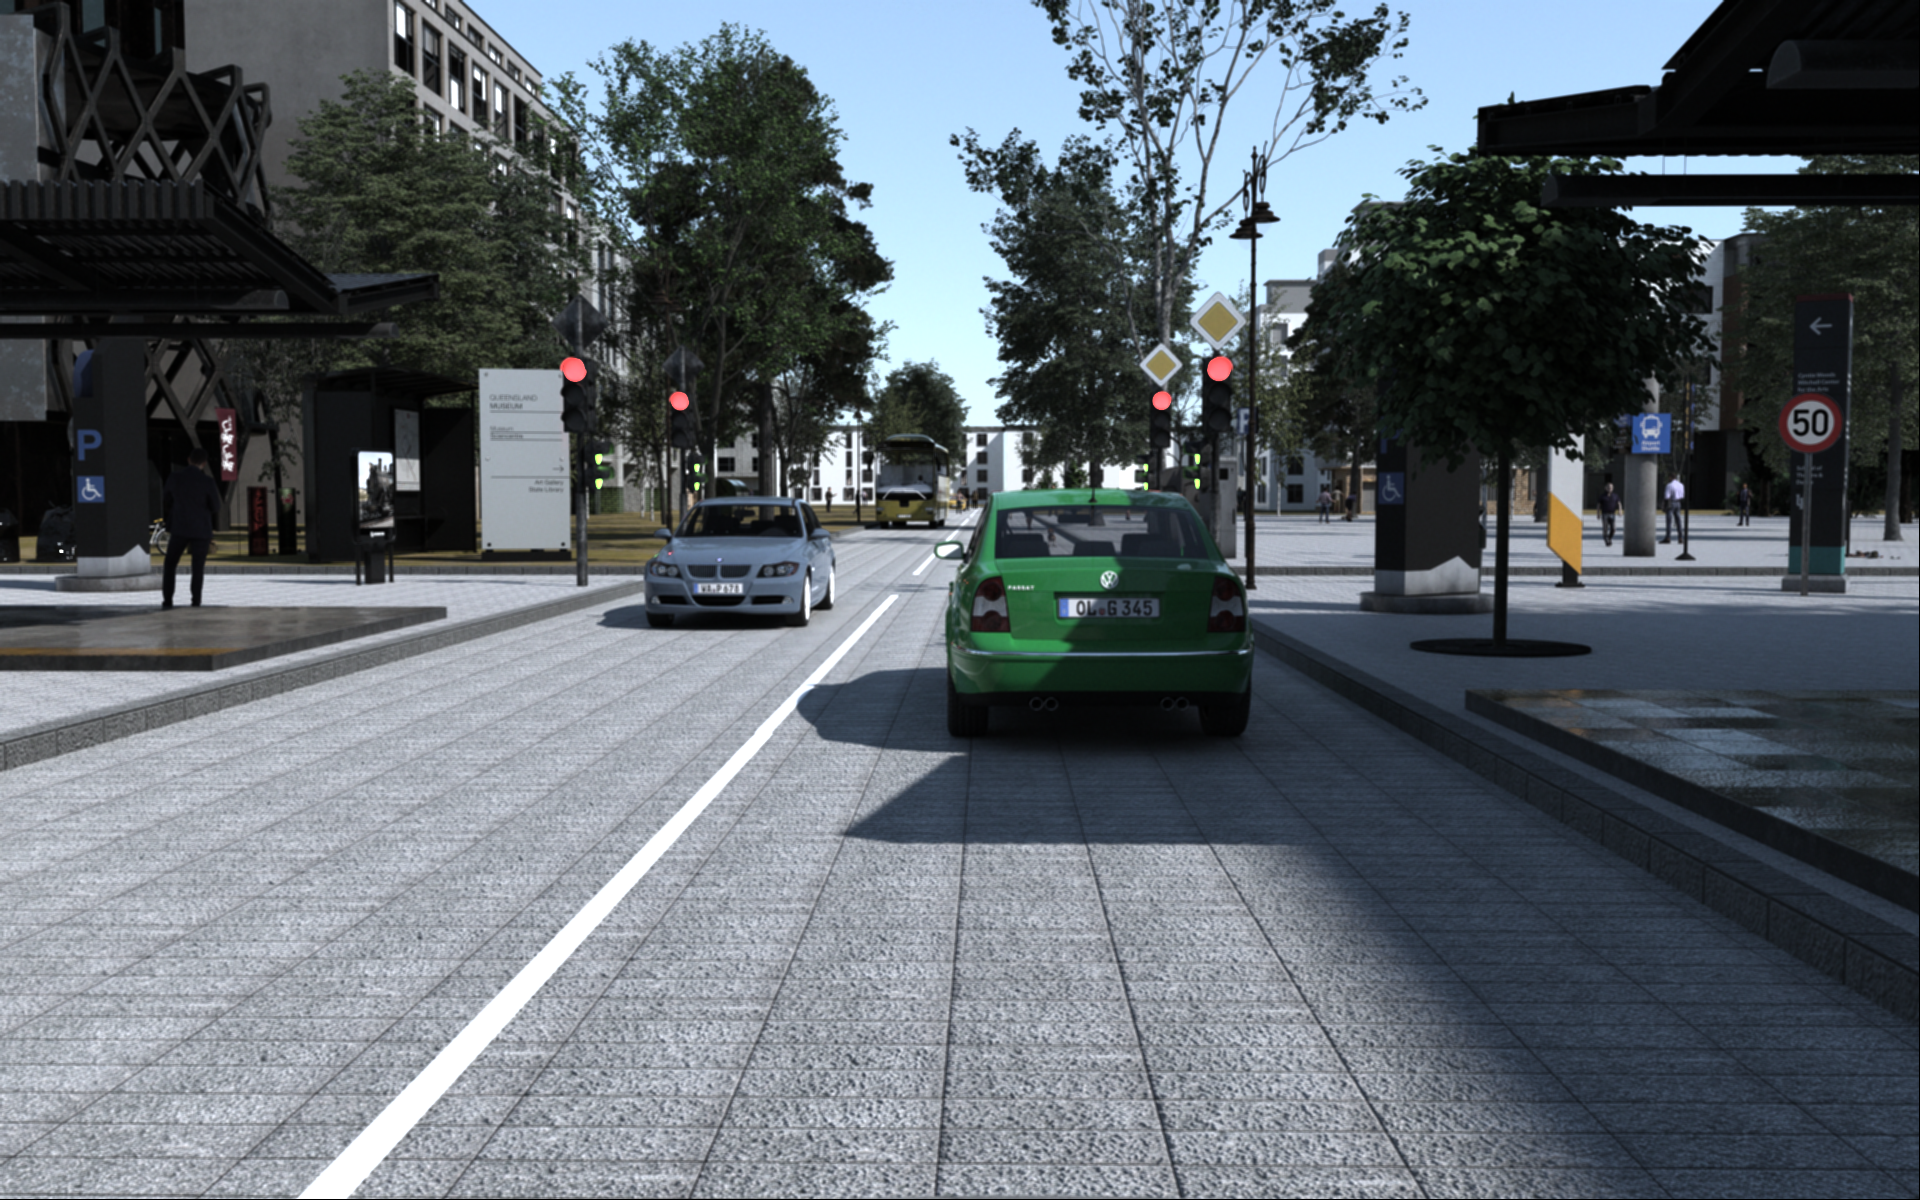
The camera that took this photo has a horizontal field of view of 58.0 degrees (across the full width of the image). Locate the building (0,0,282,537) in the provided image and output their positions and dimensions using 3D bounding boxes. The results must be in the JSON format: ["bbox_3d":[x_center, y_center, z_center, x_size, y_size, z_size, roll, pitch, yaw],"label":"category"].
[{"bbox_3d":[-32.948,-11.740,59.394,16.820,18.784,16.811,0,4,1],"label":"building"}]

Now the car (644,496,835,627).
[{"bbox_3d":[-2.471,-0.504,20.246,2.014,1.417,4.499,0,4,1],"label":"car"}]

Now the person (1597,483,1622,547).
[{"bbox_3d":[15.966,-2.092,42.460,0.569,1.553,0.471,3,5,41],"label":"person"}]

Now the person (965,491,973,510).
[{"bbox_3d":[0.748,-8.780,152.883,0.721,1.723,1.217,-3,4,-38],"label":"person"}]

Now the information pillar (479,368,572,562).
[{"bbox_3d":[-8.206,-2.531,32.698,1.656,3.620,0.184,-1,4,-14],"label":"information pillar"}]

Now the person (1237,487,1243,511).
[{"bbox_3d":[21.235,-7.677,131.642,1.350,1.814,0.705,3,5,43],"label":"person"}]

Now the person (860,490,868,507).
[{"bbox_3d":[-9.770,-10.402,177.056,0.756,1.711,0.436,2,4,35],"label":"person"}]

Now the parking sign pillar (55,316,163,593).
[{"bbox_3d":[-11.348,-2.121,23.153,1.447,3.967,1.447,0,4,-3],"label":"parking sign pillar"}]

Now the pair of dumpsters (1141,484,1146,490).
[{"bbox_3d":[9.123,-4.644,78.415,1.574,2.255,4.436,0,4,1],"label":"pair of dumpsters"}]

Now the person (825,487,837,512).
[{"bbox_3d":[-9.049,-7.045,121.753,0.750,1.759,0.617,-2,4,-25],"label":"person"}]

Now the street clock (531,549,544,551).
[{"bbox_3d":[-8.436,-1.832,34.515,0.358,2.002,0.471,2,4,32],"label":"street clock"}]

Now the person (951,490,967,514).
[{"bbox_3d":[-0.067,-7.020,123.992,1.217,1.736,0.721,-1,4,-12],"label":"person"}]

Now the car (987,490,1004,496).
[{"bbox_3d":[3.960,-10.410,178.877,2.281,1.827,5.304,0,4,2],"label":"car"}]

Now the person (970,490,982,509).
[{"bbox_3d":[1.532,-9.712,167.391,1.348,1.812,0.705,-2,4,-31],"label":"person"}]

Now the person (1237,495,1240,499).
[{"bbox_3d":[16.890,-6.285,108.433,1.348,1.869,0.705,1,4,15],"label":"person"}]

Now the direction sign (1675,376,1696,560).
[{"bbox_3d":[14.122,-2.545,33.612,0.379,3.537,0.876,2,4,33],"label":"direction sign"}]

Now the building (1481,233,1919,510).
[{"bbox_3d":[64.905,-18.692,149.588,32.646,21.610,27.936,0,4,1],"label":"building"}]

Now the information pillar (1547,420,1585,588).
[{"bbox_3d":[8.309,-1.978,23.702,0.504,3.616,0.183,-1,4,-8],"label":"information pillar"}]

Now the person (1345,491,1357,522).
[{"bbox_3d":[18.000,-4.308,79.710,0.697,1.427,0.421,-3,5,-42],"label":"person"}]

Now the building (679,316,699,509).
[{"bbox_3d":[-30.304,-17.691,145.661,16.016,20.091,11.380,0,4,1],"label":"building"}]

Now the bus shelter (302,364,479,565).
[{"bbox_3d":[-11.066,-2.645,34.534,1.731,3.624,6.357,0,4,1],"label":"bus shelter"}]

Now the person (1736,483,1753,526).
[{"bbox_3d":[31.680,-3.862,70.013,0.431,1.722,0.655,-3,4,-39],"label":"person"}]

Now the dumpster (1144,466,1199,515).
[{"bbox_3d":[4.602,-1.890,36.667,1.264,1.857,1.865,0,4,1],"label":"dumpster"}]

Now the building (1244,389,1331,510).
[{"bbox_3d":[29.112,-11.978,137.994,9.099,9.664,28.070,0,4,1],"label":"building"}]

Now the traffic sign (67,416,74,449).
[{"bbox_3d":[-12.469,-1.519,24.943,0.768,2.556,0.104,0,4,1],"label":"traffic sign"}]

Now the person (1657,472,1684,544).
[{"bbox_3d":[18.383,-2.380,44.827,0.709,1.838,0.599,-1,4,-15],"label":"person"}]

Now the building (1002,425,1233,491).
[{"bbox_3d":[19.594,-16.665,214.611,28.070,9.664,9.099,0,4,1],"label":"building"}]

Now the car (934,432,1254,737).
[{"bbox_3d":[0.799,-0.172,11.608,1.959,1.807,4.718,0,4,0],"label":"car"}]

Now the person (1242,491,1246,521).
[{"bbox_3d":[13.752,-4.658,82.908,0.576,1.737,0.504,1,4,15],"label":"person"}]

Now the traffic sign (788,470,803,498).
[{"bbox_3d":[-8.625,-5.545,90.773,0.768,2.556,0.104,0,4,7],"label":"traffic sign"}]

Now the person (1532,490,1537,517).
[{"bbox_3d":[32.389,-5.487,97.218,0.566,1.644,0.517,1,4,16],"label":"person"}]

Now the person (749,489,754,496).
[{"bbox_3d":[-19.535,-9.364,159.592,0.683,1.767,0.568,-3,5,-40],"label":"person"}]

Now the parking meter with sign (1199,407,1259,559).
[{"bbox_3d":[5.092,-2.329,34.335,1.738,3.016,0.543,-2,4,-35],"label":"parking meter with sign"}]

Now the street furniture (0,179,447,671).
[{"bbox_3d":[-9.025,-1.411,15.173,7.346,3.524,5.398,0,4,1],"label":"street furniture"}]

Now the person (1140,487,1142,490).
[{"bbox_3d":[13.314,-7.409,127.187,1.348,1.824,0.705,2,4,26],"label":"person"}]

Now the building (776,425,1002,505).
[{"bbox_3d":[-8.464,-16.720,215.518,28.070,9.664,9.099,0,4,1],"label":"building"}]

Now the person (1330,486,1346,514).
[{"bbox_3d":[24.162,-6.431,111.185,1.348,1.824,0.705,-1,4,-9],"label":"person"}]

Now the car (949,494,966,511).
[{"bbox_3d":[-0.374,-8.225,144.701,2.015,1.641,3.980,0,4,1],"label":"car"}]

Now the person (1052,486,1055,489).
[{"bbox_3d":[5.331,-5.627,98.591,0.990,1.755,0.434,0,4,7],"label":"person"}]

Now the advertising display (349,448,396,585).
[{"bbox_3d":[-8.371,-1.194,24.731,0.123,1.923,0.974,1,4,13],"label":"advertising display"}]

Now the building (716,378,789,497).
[{"bbox_3d":[-38.304,-21.567,219.070,31.486,18.905,16.747,0,4,1],"label":"building"}]

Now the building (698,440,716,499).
[{"bbox_3d":[-37.119,-13.348,160.392,28.070,9.664,9.099,0,4,1],"label":"building"}]

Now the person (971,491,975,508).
[{"bbox_3d":[1.302,-10.040,173.363,1.217,1.735,0.721,-2,4,-31],"label":"person"}]

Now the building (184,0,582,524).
[{"bbox_3d":[-33.245,-17.472,90.188,19.350,26.468,34.151,0,4,1],"label":"building"}]

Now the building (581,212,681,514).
[{"bbox_3d":[-31.040,-15.771,124.315,16.747,18.905,31.486,0,4,1],"label":"building"}]

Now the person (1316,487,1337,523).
[{"bbox_3d":[15.946,-4.134,75.599,0.963,1.587,0.435,2,4,27],"label":"person"}]

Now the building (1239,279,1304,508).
[{"bbox_3d":[33.857,-18.458,158.204,16.016,20.091,11.380,0,4,1],"label":"building"}]

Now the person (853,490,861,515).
[{"bbox_3d":[-6.185,-5.862,104.097,0.471,1.553,0.569,1,4,14],"label":"person"}]

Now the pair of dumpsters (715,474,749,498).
[{"bbox_3d":[-10.863,-4.772,80.517,1.574,2.255,4.436,0,4,1],"label":"pair of dumpsters"}]

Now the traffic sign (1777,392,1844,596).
[{"bbox_3d":[10.599,-1.319,21.665,0.768,2.556,0.104,1,4,10],"label":"traffic sign"}]

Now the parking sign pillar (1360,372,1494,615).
[{"bbox_3d":[5.151,-1.867,19.001,1.447,3.967,1.447,-3,4,-37],"label":"parking sign pillar"}]

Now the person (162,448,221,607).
[{"bbox_3d":[-8.184,-0.728,18.387,0.683,1.767,0.568,-1,4,-12],"label":"person"}]

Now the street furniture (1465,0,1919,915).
[{"bbox_3d":[6.639,-0.940,7.481,7.346,3.524,5.398,0,4,1],"label":"street furniture"}]

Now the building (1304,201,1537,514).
[{"bbox_3d":[32.605,-15.981,117.715,16.016,20.091,11.380,0,4,1],"label":"building"}]

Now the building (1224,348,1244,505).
[{"bbox_3d":[49.425,-21.434,216.905,31.486,18.905,16.747,0,4,1],"label":"building"}]
